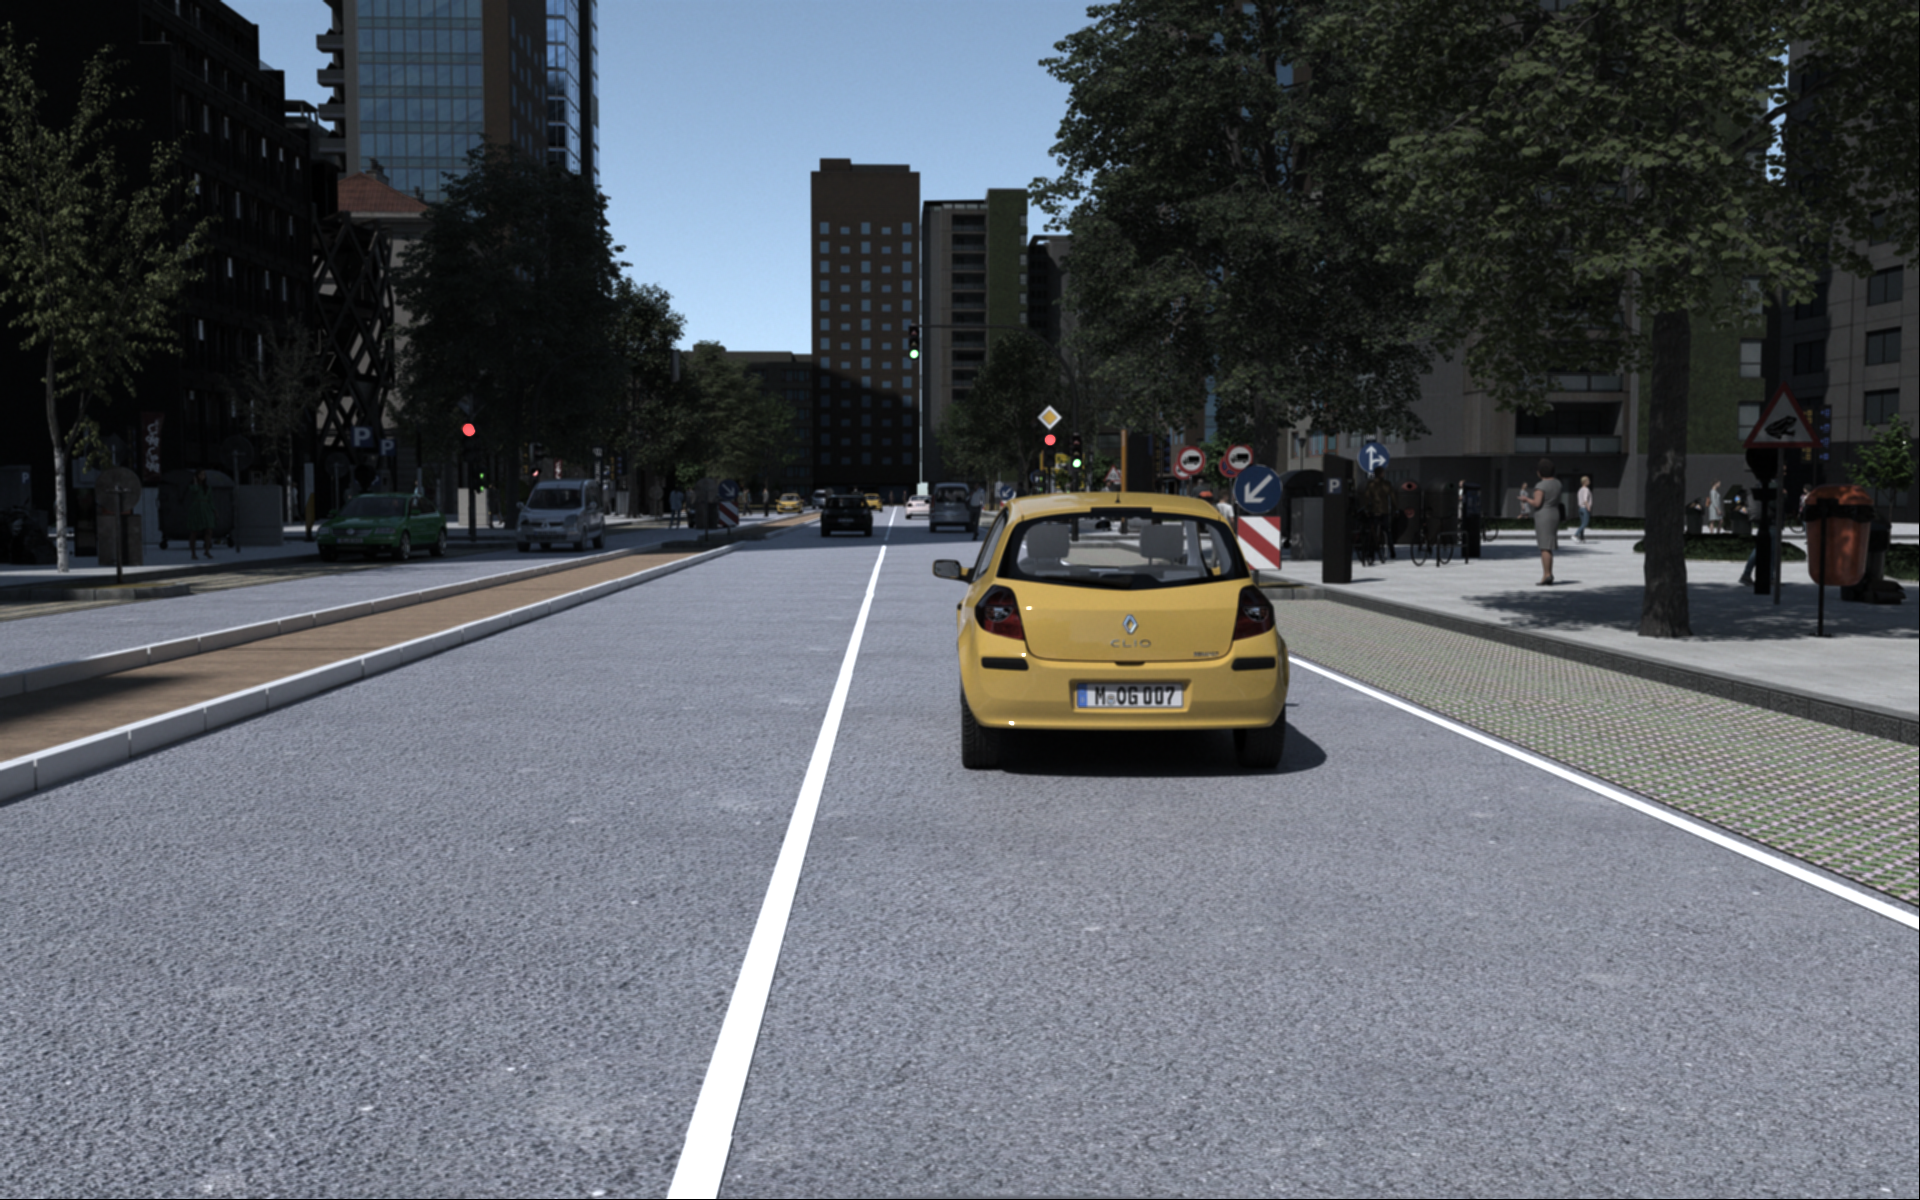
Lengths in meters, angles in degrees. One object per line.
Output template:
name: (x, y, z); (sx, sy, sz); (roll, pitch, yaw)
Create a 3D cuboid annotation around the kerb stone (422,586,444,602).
kerb stone: (-7.134, -0.060, 23.173); (0.120, 0.150, 1.000); (0, 4, -2)

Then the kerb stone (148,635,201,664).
kerb stone: (-6.857, 0.440, 14.997); (0.120, 0.150, 1.000); (0, 4, -2)

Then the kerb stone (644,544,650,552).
kerb stone: (-7.830, -1.250, 42.683); (0.120, 0.150, 1.000); (0, 4, -2)

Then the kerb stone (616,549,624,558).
kerb stone: (-7.683, -0.999, 38.581); (0.120, 0.150, 1.000); (0, 4, -2)

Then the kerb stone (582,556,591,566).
kerb stone: (-7.533, -0.747, 34.460); (0.120, 0.150, 1.000); (0, 4, -2)

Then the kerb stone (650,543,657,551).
kerb stone: (-7.854, -1.316, 43.715); (0.120, 0.150, 1.000); (0, 4, -2)

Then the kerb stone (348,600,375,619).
kerb stone: (-7.038, 0.128, 20.109); (0.120, 0.150, 1.000); (0, 4, -2)

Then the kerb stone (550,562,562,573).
kerb stone: (-7.424, -0.562, 31.378); (0.120, 0.150, 1.000); (0, 4, -2)

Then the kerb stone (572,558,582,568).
kerb stone: (-7.503, -0.685, 33.433); (0.120, 0.150, 1.000); (0, 4, -2)

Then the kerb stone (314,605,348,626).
kerb stone: (-6.998, 0.190, 19.088); (0.120, 0.150, 1.000); (0, 4, -2)

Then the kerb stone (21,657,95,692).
kerb stone: (-6.774, 0.567, 12.930); (0.120, 0.150, 1.000); (0, 4, -2)

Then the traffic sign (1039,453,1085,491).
traffic sign: (5.037, -5.595, 85.348); (2.265, 3.308, 0.079); (0, 4, 7)

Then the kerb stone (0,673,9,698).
kerb stone: (-6.755, 0.630, 11.908); (0.120, 0.150, 1.000); (0, 4, -2)

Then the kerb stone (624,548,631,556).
kerb stone: (-7.723, -1.064, 39.616); (0.120, 0.150, 1.000); (0, 4, -2)

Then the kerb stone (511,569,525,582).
kerb stone: (-7.320, -0.373, 28.290); (0.120, 0.150, 1.000); (0, 4, -2)

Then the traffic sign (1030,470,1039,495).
traffic sign: (4.032, -5.505, 90.109); (0.768, 2.556, 0.104); (0, 4, 2)

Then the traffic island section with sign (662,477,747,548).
traffic island section with sign: (-6.910, -2.358, 46.694); (2.006, 1.907, 1.989); (0, 4, -2)

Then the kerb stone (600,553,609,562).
kerb stone: (-7.607, -0.871, 36.512); (0.120, 0.150, 1.000); (0, 4, -2)

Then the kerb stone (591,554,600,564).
kerb stone: (-7.579, -0.813, 35.481); (0.120, 0.150, 1.000); (0, 4, -2)

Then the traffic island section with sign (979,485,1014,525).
traffic island section with sign: (1.984, -4.327, 79.368); (1.989, 1.847, 2.006); (0, 4, -2)

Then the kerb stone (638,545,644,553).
kerb stone: (-7.786, -1.191, 41.662); (0.120, 0.150, 1.000); (0, 4, -2)

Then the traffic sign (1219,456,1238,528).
traffic sign: (8.461, -3.303, 54.106); (0.768, 2.556, 0.104); (0, 4, 5)

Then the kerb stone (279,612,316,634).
kerb stone: (-6.971, 0.253, 18.061); (0.120, 0.150, 1.000); (0, 4, -2)

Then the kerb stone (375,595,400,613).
kerb stone: (-7.067, 0.067, 21.131); (0.120, 0.150, 1.000); (0, 4, -2)

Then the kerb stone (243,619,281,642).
kerb stone: (-6.943, 0.318, 17.040); (0.120, 0.150, 1.000); (0, 4, -2)

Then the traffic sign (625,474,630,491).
traffic sign: (-21.166, -6.755, 110.557); (0.768, 2.556, 0.104); (0, 4, 5)

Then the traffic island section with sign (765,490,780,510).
traffic island section with sign: (-16.512, -9.010, 155.937); (1.989, 1.847, 2.006); (0, 4, -2)

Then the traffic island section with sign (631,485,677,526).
traffic island section with sign: (-13.824, -4.294, 78.828); (1.989, 1.847, 2.006); (0, 4, -2)

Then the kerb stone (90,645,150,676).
kerb stone: (-6.827, 0.506, 13.964); (0.120, 0.150, 1.000); (0, 4, -2)

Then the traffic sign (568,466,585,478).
traffic sign: (-17.638, -4.870, 79.724); (0.768, 2.556, 0.104); (0, 4, 0)

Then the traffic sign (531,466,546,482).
traffic sign: (-17.843, -4.467, 73.134); (0.768, 2.556, 0.104); (0, 4, 7)

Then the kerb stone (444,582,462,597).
kerb stone: (-7.180, -0.119, 24.199); (0.120, 0.150, 1.000); (0, 4, -2)

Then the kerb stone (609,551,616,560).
kerb stone: (-7.644, -0.928, 37.534); (0.120, 0.150, 1.000); (0, 4, -2)

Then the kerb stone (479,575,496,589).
kerb stone: (-7.251, -0.248, 26.243); (0.120, 0.150, 1.000); (0, 4, -2)

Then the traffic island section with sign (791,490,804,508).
traffic island section with sign: (-17.456, -10.663, 182.965); (1.989, 1.847, 2.006); (0, 4, -2)

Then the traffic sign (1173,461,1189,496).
traffic sign: (7.968, -3.775, 61.822); (0.768, 2.556, 0.104); (0, 4, 2)

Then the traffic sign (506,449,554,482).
traffic sign: (-19.623, -5.209, 79.040); (2.265, 3.308, 0.079); (0, 4, 7)

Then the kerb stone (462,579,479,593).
kerb stone: (-7.218, -0.179, 25.221); (0.120, 0.150, 1.000); (0, 4, -2)

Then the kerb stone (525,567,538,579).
kerb stone: (-7.358, -0.436, 29.316); (0.120, 0.150, 1.000); (0, 4, -2)

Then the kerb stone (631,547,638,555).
kerb stone: (-7.754, -1.128, 40.638); (0.120, 0.150, 1.000); (0, 4, -2)

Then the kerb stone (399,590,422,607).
kerb stone: (-7.107, 0.004, 22.152); (0.120, 0.150, 1.000); (0, 4, -2)

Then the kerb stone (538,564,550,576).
kerb stone: (-7.397, -0.497, 30.356); (0.120, 0.150, 1.000); (0, 4, -2)

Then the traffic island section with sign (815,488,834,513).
traffic island section with sign: (-9.786, -7.404, 129.190); (2.006, 1.907, 1.989); (0, 4, -2)

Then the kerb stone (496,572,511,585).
kerb stone: (-7.289, -0.310, 27.269); (0.120, 0.150, 1.000); (0, 4, -2)

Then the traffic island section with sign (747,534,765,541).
traffic island section with sign: (-7.159, -2.811, 54.097); (2.006, 1.907, 1.989); (0, 4, -2)

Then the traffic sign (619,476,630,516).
traffic sign: (-18.863, -5.833, 97.494); (0.606, 2.300, 0.079); (0, 4, 1)

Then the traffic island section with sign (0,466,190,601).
traffic island section with sign: (-11.916, -0.945, 24.072); (1.989, 1.847, 2.006); (0, 4, -2)

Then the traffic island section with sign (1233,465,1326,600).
traffic island section with sign: (3.897, -0.952, 24.199); (1.989, 1.847, 2.006); (0, 4, -2)

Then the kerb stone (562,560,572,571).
kerb stone: (-7.462, -0.621, 32.404); (0.120, 0.150, 1.000); (0, 4, -2)

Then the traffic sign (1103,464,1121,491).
traffic sign: (6.640, -4.591, 75.068); (0.884, 2.594, 0.081); (0, 4, 2)

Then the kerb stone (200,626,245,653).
kerb stone: (-6.886, 0.378, 16.019); (0.120, 0.150, 1.000); (0, 4, -2)

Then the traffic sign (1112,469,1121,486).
traffic sign: (8.107, -5.460, 89.377); (0.768, 2.556, 0.104); (0, 4, 4)
